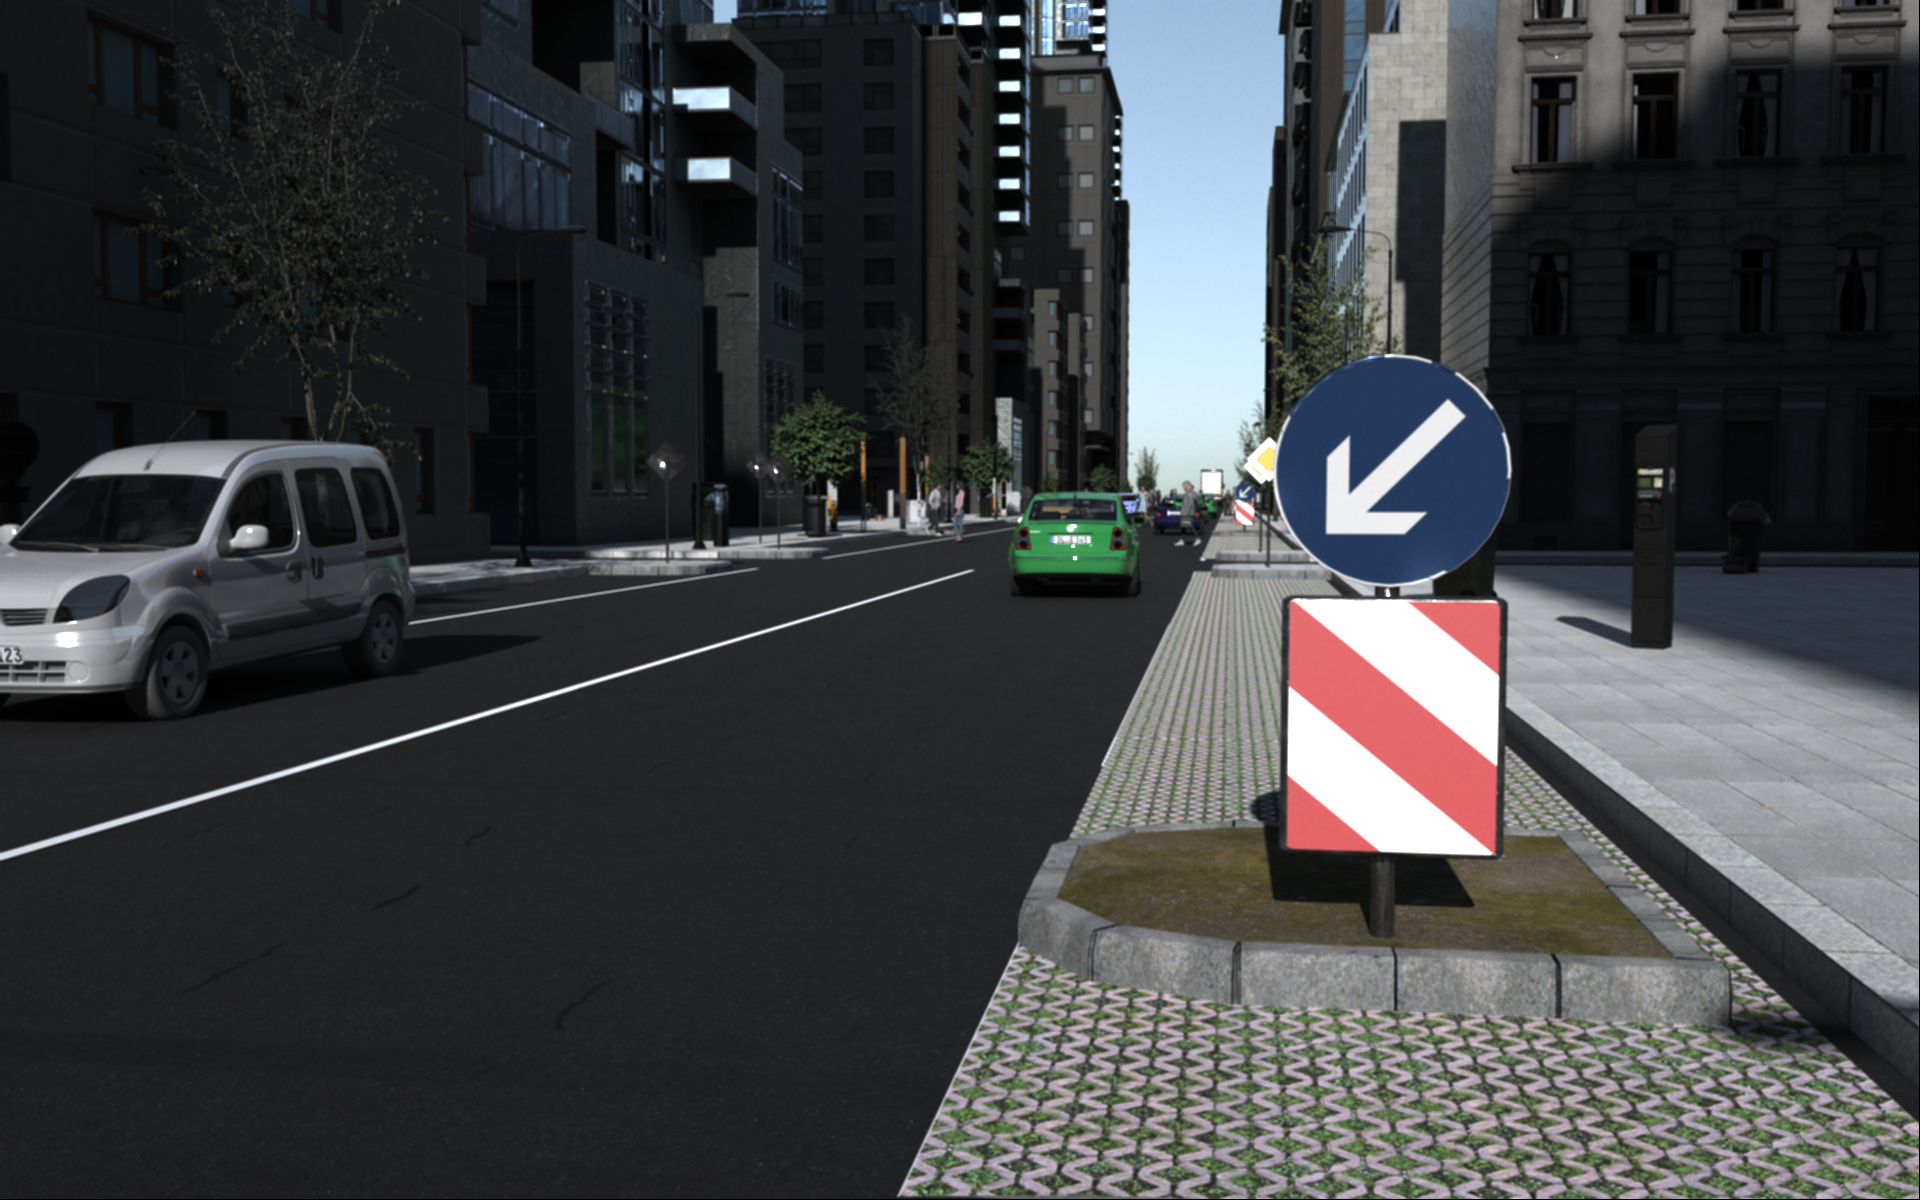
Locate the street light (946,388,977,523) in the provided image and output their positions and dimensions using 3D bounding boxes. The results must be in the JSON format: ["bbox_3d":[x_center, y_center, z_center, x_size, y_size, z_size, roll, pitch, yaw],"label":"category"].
[{"bbox_3d":[0.053,-6.342,76.239,1.470,5.913,1.316,1,4,9],"label":"street light"}]

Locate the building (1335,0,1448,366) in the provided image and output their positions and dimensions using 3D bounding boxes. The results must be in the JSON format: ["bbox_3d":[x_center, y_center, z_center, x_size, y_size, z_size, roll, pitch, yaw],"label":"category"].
[{"bbox_3d":[19.905,-12.855,64.937,10.420,20.320,16.860,1,4,9],"label":"building"}]

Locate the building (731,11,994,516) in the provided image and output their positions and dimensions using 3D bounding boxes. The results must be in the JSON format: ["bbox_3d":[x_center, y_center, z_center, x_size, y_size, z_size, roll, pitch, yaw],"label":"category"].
[{"bbox_3d":[-5.795,-20.583,108.239,14.160,30.474,14.107,1,4,9],"label":"building"}]

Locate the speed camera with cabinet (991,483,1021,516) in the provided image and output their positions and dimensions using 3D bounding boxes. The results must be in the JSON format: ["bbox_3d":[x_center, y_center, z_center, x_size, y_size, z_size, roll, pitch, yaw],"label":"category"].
[{"bbox_3d":[2.751,-6.721,104.219,2.038,3.252,0.660,-3,5,-40],"label":"speed camera with cabinet"}]

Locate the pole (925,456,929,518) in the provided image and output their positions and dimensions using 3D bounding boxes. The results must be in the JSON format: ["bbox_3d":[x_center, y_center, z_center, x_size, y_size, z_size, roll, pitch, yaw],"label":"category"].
[{"bbox_3d":[-1.748,-6.028,92.393,0.158,3.312,0.155,0,3,0],"label":"pole"}]

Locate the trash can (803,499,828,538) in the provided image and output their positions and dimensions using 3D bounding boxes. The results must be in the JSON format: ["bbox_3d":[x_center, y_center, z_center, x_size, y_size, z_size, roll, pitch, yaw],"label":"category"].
[{"bbox_3d":[-4.272,-2.420,51.212,0.748,1.137,0.748,0,3,0],"label":"trash can"}]

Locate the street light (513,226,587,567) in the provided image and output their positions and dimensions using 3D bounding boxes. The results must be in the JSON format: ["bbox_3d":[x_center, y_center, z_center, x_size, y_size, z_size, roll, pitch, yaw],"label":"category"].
[{"bbox_3d":[-7.148,-3.527,30.206,1.470,5.913,1.316,1,4,9],"label":"street light"}]

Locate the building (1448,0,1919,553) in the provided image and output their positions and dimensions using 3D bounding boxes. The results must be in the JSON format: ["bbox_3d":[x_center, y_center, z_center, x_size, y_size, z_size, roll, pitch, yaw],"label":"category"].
[{"bbox_3d":[21.373,-11.785,41.841,18.267,20.994,9.793,1,4,9],"label":"building"}]

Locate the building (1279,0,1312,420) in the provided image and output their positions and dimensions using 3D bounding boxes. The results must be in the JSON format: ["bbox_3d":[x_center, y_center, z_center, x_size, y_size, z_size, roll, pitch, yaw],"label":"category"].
[{"bbox_3d":[45.670,-35.420,168.355,28.713,52.752,27.495,1,4,9],"label":"building"}]

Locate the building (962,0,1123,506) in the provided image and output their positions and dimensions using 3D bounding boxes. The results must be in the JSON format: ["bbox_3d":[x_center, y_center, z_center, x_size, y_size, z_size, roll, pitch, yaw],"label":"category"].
[{"bbox_3d":[14.091,-57.748,256.846,22.319,86.520,31.000,1,4,9],"label":"building"}]

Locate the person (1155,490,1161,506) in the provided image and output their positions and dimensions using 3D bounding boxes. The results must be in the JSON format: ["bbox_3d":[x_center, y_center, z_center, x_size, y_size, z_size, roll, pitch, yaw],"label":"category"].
[{"bbox_3d":[19.023,-9.633,165.931,0.705,1.831,1.348,2,4,27],"label":"person"}]

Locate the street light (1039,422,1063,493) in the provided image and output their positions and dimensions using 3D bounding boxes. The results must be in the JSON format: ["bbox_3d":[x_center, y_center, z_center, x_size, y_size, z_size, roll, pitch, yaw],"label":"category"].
[{"bbox_3d":[5.690,-8.541,112.179,1.470,5.913,1.316,1,4,9],"label":"street light"}]

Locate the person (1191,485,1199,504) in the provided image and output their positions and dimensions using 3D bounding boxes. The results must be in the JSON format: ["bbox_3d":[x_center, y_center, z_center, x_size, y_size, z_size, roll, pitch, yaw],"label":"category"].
[{"bbox_3d":[9.609,-3.884,72.120,0.709,1.813,0.853,-2,4,-27],"label":"person"}]

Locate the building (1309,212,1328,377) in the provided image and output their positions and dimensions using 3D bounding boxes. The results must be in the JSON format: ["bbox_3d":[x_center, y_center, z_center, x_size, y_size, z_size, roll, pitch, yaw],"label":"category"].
[{"bbox_3d":[26.151,-14.479,101.352,10.561,19.102,19.286,1,4,9],"label":"building"}]

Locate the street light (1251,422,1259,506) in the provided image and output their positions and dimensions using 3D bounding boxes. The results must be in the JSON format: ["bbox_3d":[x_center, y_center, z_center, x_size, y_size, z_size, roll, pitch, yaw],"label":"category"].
[{"bbox_3d":[20.155,-8.712,114.975,1.470,5.913,1.316,1,4,9],"label":"street light"}]

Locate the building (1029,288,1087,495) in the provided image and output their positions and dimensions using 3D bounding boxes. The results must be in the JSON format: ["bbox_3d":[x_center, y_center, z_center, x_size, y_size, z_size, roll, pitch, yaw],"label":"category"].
[{"bbox_3d":[-3.106,-19.409,162.370,27.650,21.520,28.899,1,4,9],"label":"building"}]

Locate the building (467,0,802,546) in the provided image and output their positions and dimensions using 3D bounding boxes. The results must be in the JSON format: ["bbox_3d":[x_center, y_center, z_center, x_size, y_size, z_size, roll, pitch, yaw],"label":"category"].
[{"bbox_3d":[-18.041,-45.515,56.845,22.319,86.520,31.000,1,4,9],"label":"building"}]

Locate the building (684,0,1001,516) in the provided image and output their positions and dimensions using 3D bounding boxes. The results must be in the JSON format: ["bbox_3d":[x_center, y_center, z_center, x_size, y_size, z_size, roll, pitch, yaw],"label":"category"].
[{"bbox_3d":[-5.149,-50.017,130.448,22.319,86.520,31.000,1,4,9],"label":"building"}]

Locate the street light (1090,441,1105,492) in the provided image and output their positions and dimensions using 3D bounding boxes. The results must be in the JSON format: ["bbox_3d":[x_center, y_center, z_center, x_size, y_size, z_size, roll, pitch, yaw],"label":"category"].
[{"bbox_3d":[12.001,-10.993,152.269,1.470,5.913,1.316,1,4,9],"label":"street light"}]

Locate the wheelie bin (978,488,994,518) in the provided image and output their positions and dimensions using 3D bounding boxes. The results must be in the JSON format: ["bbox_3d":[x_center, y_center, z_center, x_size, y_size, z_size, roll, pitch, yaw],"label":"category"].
[{"bbox_3d":[1.419,-5.265,93.997,0.980,1.594,0.693,1,4,11],"label":"wheelie bin"}]

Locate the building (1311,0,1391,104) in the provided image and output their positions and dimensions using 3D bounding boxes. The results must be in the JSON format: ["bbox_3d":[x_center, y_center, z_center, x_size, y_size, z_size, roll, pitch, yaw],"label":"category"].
[{"bbox_3d":[31.677,-28.773,120.541,14.600,45.320,14.200,1,4,9],"label":"building"}]

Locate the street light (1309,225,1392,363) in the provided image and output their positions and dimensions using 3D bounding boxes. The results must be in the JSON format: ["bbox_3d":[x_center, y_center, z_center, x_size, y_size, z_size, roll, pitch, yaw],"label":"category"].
[{"bbox_3d":[6.866,-3.515,30.013,1.470,5.913,1.316,1,4,9],"label":"street light"}]

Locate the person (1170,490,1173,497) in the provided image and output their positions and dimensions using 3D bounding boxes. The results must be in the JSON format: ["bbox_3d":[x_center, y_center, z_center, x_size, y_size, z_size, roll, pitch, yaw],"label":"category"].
[{"bbox_3d":[18.653,-8.796,152.335,0.705,1.821,1.348,0,4,6],"label":"person"}]

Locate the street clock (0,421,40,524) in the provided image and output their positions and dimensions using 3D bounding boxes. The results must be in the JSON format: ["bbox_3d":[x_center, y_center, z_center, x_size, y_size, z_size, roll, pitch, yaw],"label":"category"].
[{"bbox_3d":[-9.461,-0.779,17.304,0.358,2.002,0.471,3,5,42],"label":"street clock"}]

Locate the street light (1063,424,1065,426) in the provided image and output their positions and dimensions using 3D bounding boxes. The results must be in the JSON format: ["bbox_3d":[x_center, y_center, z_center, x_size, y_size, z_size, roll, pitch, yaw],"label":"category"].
[{"bbox_3d":[6.312,-8.747,115.556,1.470,5.913,1.316,1,4,9],"label":"street light"}]

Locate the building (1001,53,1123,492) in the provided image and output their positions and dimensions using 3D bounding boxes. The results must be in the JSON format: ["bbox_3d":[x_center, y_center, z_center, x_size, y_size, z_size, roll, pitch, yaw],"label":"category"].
[{"bbox_3d":[4.961,-38.221,214.157,28.713,52.752,27.495,1,4,9],"label":"building"}]

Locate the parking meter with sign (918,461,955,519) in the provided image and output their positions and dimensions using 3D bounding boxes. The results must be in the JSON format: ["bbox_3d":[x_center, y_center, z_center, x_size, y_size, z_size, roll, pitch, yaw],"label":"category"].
[{"bbox_3d":[-1.285,-5.799,91.075,1.738,3.016,0.543,2,4,26],"label":"parking meter with sign"}]

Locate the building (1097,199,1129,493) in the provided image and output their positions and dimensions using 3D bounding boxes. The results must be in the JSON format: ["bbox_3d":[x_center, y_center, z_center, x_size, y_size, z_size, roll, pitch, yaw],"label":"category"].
[{"bbox_3d":[15.453,-33.733,235.122,14.154,41.232,14.086,1,4,9],"label":"building"}]

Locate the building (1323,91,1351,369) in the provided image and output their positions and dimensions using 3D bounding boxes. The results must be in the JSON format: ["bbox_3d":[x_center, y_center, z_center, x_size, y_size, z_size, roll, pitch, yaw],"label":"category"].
[{"bbox_3d":[22.709,-14.294,82.863,9.793,20.994,18.267,1,4,9],"label":"building"}]

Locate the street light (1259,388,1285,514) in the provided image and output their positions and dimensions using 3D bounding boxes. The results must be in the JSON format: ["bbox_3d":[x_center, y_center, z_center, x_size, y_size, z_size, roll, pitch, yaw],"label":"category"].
[{"bbox_3d":[14.031,-6.342,76.230,1.470,5.913,1.316,1,4,9],"label":"street light"}]

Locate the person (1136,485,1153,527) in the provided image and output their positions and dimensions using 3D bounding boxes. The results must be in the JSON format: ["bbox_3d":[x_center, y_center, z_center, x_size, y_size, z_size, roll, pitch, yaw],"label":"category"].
[{"bbox_3d":[7.946,-4.046,74.746,0.778,1.811,0.616,-1,4,-15],"label":"person"}]

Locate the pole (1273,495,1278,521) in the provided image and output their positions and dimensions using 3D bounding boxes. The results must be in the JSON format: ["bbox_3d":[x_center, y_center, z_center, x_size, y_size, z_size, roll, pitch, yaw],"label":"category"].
[{"bbox_3d":[14.816,-5.341,81.168,0.158,3.312,0.155,0,3,0],"label":"pole"}]

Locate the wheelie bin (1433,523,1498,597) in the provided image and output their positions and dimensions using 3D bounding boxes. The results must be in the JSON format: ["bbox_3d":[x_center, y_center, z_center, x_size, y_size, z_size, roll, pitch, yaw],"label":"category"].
[{"bbox_3d":[5.549,-0.688,19.153,0.693,1.594,0.980,3,4,37],"label":"wheelie bin"}]

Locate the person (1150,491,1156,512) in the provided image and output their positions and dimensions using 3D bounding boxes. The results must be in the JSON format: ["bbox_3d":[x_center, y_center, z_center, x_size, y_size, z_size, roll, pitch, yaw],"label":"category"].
[{"bbox_3d":[15.688,-8.014,140.444,0.530,1.710,0.541,0,4,-5],"label":"person"}]

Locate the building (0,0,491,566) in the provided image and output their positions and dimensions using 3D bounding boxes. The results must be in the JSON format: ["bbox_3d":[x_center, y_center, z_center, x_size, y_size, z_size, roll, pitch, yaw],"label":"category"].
[{"bbox_3d":[-25.720,-10.841,22.283,28.899,21.520,27.650,1,4,9],"label":"building"}]

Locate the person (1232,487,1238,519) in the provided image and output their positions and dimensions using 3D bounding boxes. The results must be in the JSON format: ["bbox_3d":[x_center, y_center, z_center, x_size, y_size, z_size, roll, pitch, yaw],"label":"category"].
[{"bbox_3d":[16.006,-5.635,100.437,0.447,1.846,0.655,-1,4,-22],"label":"person"}]

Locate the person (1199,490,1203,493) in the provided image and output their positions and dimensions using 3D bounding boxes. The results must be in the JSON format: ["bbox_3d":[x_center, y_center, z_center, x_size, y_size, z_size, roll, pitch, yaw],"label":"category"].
[{"bbox_3d":[16.980,-6.851,121.297,0.721,1.735,1.217,1,4,22],"label":"person"}]

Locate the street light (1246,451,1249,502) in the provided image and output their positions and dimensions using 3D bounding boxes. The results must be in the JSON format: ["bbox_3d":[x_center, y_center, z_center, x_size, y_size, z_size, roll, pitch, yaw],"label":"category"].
[{"bbox_3d":[25.888,-10.912,150.954,1.470,5.913,1.316,1,4,9],"label":"street light"}]

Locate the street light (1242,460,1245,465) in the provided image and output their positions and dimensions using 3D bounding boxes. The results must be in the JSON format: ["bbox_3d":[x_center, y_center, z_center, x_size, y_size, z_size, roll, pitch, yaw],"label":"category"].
[{"bbox_3d":[33.192,-13.793,198.061,1.470,5.913,1.316,1,4,9],"label":"street light"}]

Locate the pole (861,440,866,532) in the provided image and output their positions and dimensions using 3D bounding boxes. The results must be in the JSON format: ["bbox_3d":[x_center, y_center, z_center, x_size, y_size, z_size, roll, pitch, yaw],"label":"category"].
[{"bbox_3d":[-3.243,-3.933,58.150,0.158,3.312,0.155,0,3,0],"label":"pole"}]

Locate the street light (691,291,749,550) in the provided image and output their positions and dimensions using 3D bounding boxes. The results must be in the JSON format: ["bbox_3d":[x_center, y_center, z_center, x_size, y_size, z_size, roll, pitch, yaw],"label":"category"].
[{"bbox_3d":[-5.513,-4.121,39.915,1.470,5.913,1.316,1,4,9],"label":"street light"}]

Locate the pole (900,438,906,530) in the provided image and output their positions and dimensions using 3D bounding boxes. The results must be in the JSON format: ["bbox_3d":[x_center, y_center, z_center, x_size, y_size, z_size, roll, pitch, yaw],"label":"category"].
[{"bbox_3d":[-2.070,-4.207,62.622,0.158,3.312,0.155,0,3,0],"label":"pole"}]

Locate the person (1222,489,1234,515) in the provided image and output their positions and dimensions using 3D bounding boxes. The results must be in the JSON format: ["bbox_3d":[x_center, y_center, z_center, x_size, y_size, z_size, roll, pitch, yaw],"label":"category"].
[{"bbox_3d":[18.765,-6.853,121.092,0.434,1.755,0.990,-3,5,-40],"label":"person"}]

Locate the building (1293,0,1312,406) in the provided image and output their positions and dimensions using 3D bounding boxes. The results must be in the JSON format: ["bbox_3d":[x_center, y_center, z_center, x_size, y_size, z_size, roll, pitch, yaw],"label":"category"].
[{"bbox_3d":[38.809,-29.760,141.199,22.147,44.769,28.867,1,4,9],"label":"building"}]

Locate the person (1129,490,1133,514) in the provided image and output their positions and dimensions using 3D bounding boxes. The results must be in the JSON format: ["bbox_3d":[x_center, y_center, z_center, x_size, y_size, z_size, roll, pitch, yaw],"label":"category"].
[{"bbox_3d":[12.234,-6.949,122.831,0.721,1.735,1.217,1,4,10],"label":"person"}]

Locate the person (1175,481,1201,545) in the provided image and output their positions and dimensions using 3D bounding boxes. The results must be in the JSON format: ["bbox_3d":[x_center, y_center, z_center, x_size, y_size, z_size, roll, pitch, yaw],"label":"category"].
[{"bbox_3d":[6.390,-2.428,48.376,0.728,1.800,0.709,0,4,-4],"label":"person"}]

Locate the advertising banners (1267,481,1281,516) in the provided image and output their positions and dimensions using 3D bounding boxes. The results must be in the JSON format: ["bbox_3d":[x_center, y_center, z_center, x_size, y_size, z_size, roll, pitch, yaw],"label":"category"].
[{"bbox_3d":[18.264,-6.388,100.626,0.090,3.025,2.074,-1,4,-13],"label":"advertising banners"}]

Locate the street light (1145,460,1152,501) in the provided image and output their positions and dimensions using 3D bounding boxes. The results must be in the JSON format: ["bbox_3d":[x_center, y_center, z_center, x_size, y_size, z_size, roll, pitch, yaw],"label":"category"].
[{"bbox_3d":[24.774,-16.005,234.214,1.470,5.913,1.316,1,4,9],"label":"street light"}]

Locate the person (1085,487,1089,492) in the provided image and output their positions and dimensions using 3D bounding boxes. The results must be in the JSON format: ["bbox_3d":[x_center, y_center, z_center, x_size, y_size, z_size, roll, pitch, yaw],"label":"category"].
[{"bbox_3d":[7.182,-5.440,97.545,0.778,1.811,0.616,3,4,37],"label":"person"}]

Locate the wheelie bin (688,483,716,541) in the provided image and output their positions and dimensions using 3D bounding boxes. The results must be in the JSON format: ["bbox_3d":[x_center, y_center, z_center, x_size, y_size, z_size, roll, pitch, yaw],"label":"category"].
[{"bbox_3d":[-6.980,-2.420,47.475,0.980,1.594,0.693,0,4,1],"label":"wheelie bin"}]

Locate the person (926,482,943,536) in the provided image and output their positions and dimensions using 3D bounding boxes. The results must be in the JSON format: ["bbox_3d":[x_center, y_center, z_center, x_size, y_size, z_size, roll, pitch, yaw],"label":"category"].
[{"bbox_3d":[-0.895,-3.129,59.508,0.795,1.843,0.661,2,4,29],"label":"person"}]

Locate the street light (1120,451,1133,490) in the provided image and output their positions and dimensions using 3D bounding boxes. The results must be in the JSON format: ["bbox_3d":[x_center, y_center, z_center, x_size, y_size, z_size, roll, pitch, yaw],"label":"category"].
[{"bbox_3d":[19.073,-13.772,197.720,1.470,5.913,1.316,1,4,9],"label":"street light"}]

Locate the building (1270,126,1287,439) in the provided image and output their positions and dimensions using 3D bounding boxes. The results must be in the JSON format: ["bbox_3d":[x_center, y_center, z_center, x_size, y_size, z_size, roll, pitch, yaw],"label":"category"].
[{"bbox_3d":[44.033,-33.958,205.320,14.600,45.320,14.200,1,4,9],"label":"building"}]

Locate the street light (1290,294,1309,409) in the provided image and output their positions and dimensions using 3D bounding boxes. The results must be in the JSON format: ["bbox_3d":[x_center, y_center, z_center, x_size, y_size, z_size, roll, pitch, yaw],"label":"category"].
[{"bbox_3d":[8.407,-4.144,40.288,1.470,5.913,1.316,1,4,9],"label":"street light"}]

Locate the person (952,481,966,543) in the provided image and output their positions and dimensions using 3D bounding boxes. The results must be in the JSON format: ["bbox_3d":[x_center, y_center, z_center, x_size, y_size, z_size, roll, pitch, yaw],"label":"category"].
[{"bbox_3d":[-0.030,-2.612,51.217,0.388,1.821,0.555,-1,4,-16],"label":"person"}]

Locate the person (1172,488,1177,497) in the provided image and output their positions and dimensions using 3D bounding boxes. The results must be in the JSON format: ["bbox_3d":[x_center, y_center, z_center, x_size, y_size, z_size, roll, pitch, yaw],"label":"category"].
[{"bbox_3d":[13.149,-5.973,106.560,0.834,1.777,0.661,1,4,22],"label":"person"}]
